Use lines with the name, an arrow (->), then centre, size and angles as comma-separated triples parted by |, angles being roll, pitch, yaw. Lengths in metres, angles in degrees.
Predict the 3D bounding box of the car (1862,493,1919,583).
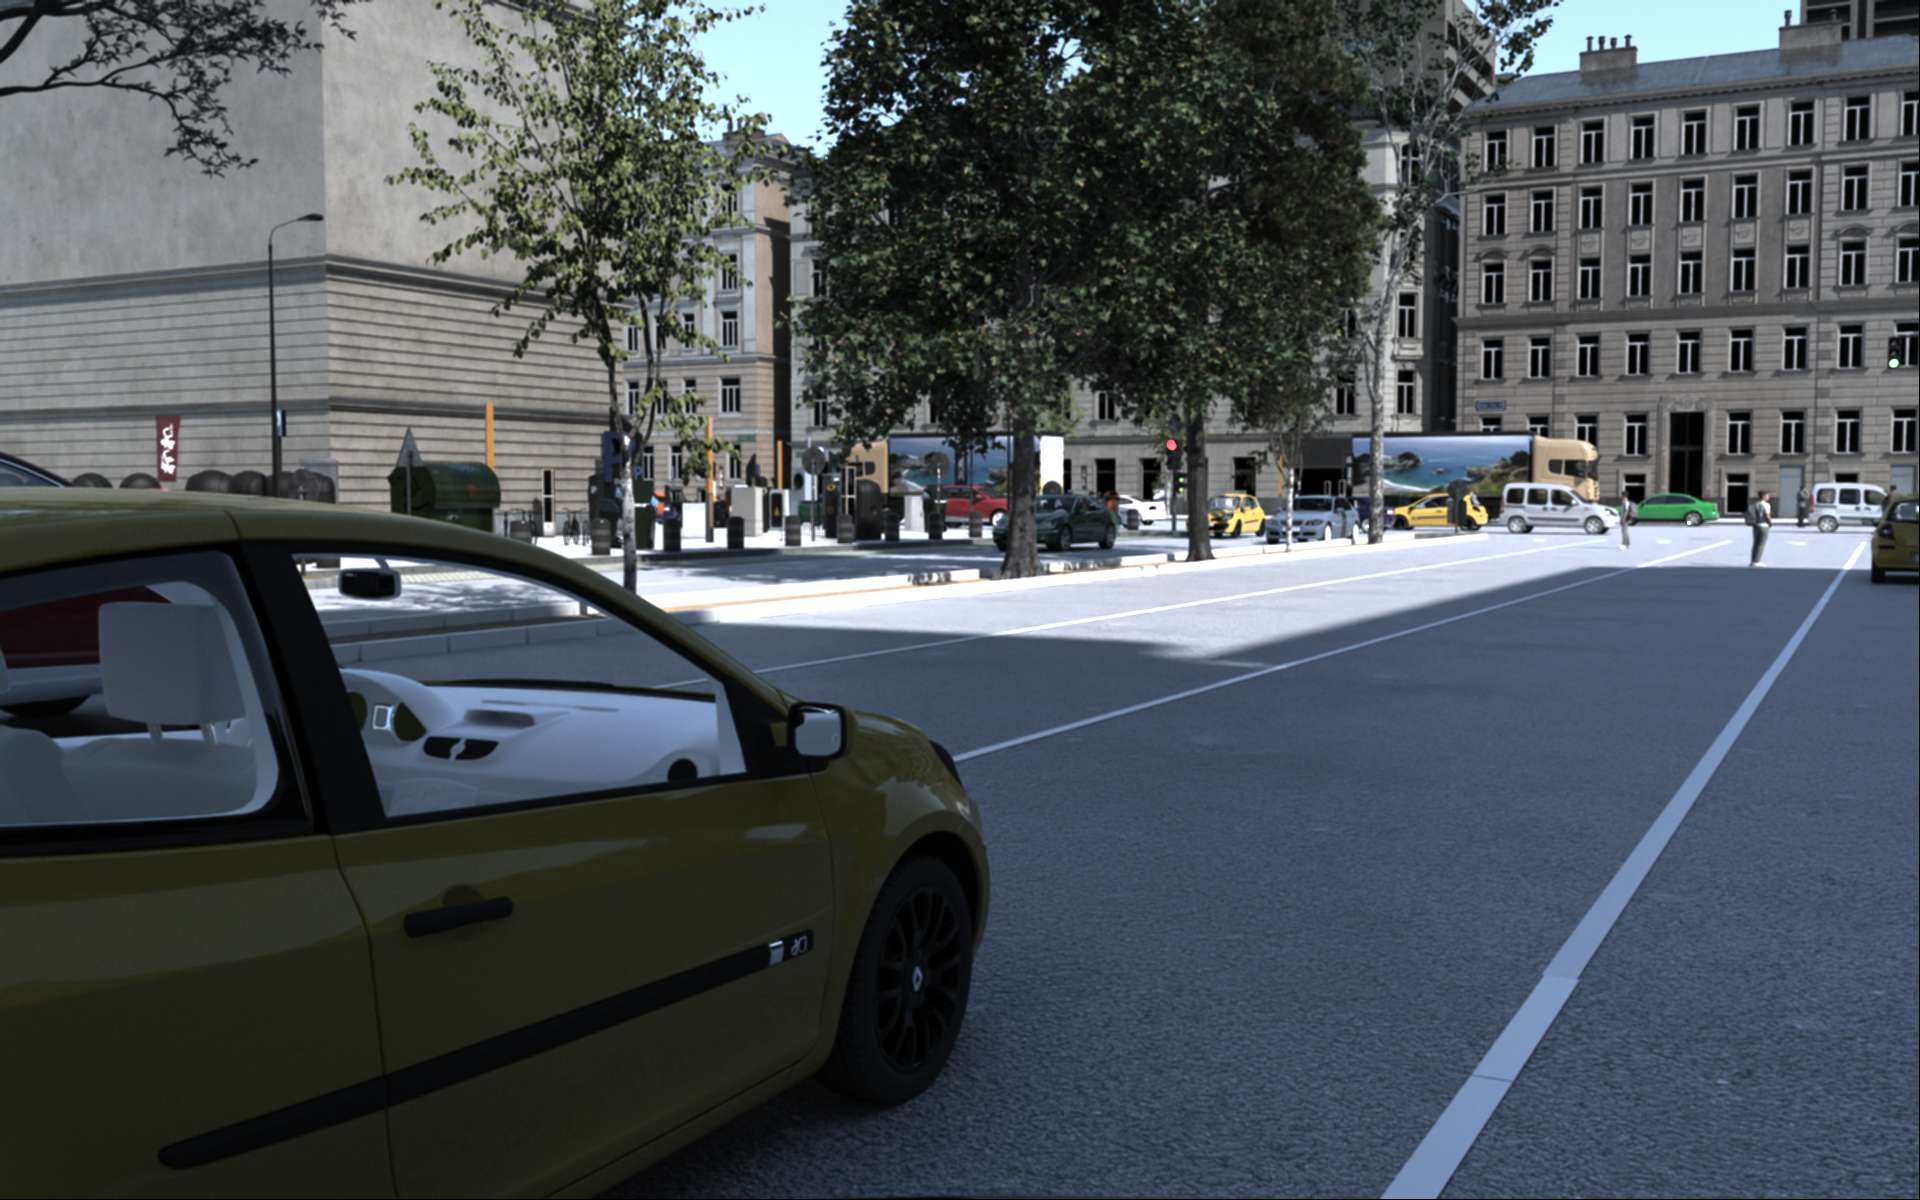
car -> 16.098, -1.133, 28.756 | 2.015, 1.641, 3.980 | 2, 4, 28

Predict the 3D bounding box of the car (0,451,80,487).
car -> -5.939, -0.041, 9.343 | 2.281, 1.827, 5.304 | 2, 4, 27

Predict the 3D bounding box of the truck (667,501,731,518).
truck -> -21.826, -7.109, 105.993 | 18.799, 4.110, 2.967 | 2, 4, 29

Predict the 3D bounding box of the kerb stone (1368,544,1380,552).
kerb stone -> 10.254, -1.296, 43.389 | 0.120, 0.150, 1.000 | 2, 4, 28

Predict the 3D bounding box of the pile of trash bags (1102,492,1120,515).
pile of trash bags -> 4.094, -3.128, 60.901 | 3.447, 1.369, 1.912 | -2, 4, -25

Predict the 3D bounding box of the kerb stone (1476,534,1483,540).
kerb stone -> 16.132, -1.960, 54.240 | 0.120, 0.150, 1.000 | 2, 4, 28

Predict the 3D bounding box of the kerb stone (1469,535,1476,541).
kerb stone -> 15.644, -1.905, 53.335 | 0.120, 0.150, 1.000 | 2, 4, 28

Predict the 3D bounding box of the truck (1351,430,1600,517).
truck -> 23.526, -5.460, 78.177 | 11.283, 4.237, 2.839 | 2, 4, 27

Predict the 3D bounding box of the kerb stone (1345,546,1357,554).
kerb stone -> 9.263, -1.180, 41.573 | 0.120, 0.150, 1.000 | 2, 4, 28

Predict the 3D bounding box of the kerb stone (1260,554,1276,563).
kerb stone -> 6.320, -0.849, 36.131 | 0.120, 0.150, 1.000 | 2, 4, 28

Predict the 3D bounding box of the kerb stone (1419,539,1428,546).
kerb stone -> 12.703, -1.573, 47.912 | 0.120, 0.150, 1.000 | 2, 4, 28

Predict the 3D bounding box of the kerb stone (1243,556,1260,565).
kerb stone -> 5.832, -0.797, 35.228 | 0.120, 0.150, 1.000 | 2, 4, 28

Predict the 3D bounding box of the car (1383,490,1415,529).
car -> 17.951, -3.858, 72.865 | 2.009, 1.686, 4.222 | 2, 4, 29

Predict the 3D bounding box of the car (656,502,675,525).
car -> -14.811, -3.990, 77.817 | 3.894, 1.354, 1.945 | 2, 4, 27

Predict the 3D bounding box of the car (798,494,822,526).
car -> -5.669, -3.961, 76.559 | 4.920, 1.459, 2.131 | 2, 4, 29

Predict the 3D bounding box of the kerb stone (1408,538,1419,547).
kerb stone -> 12.211, -1.517, 47.008 | 0.120, 0.150, 1.000 | 2, 4, 28

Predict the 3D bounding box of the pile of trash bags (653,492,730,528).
pile of trash bags -> -10.318, -3.445, 66.083 | 3.447, 1.369, 1.912 | 1, 4, 21

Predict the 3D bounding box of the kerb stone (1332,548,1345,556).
kerb stone -> 8.779, -1.130, 40.663 | 0.120, 0.150, 1.000 | 2, 4, 28

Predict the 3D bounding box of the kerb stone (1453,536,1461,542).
kerb stone -> 14.671, -1.792, 51.527 | 0.120, 0.150, 1.000 | 2, 4, 28

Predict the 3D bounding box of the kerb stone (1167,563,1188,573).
kerb stone -> 3.871, -0.575, 31.601 | 0.120, 0.150, 1.000 | 2, 4, 28

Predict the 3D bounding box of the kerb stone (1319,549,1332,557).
kerb stone -> 8.283, -1.075, 39.764 | 0.120, 0.150, 1.000 | 2, 4, 28

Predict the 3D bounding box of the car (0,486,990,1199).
car -> -1.366, 0.417, 3.403 | 2.015, 1.641, 3.980 | 2, 4, 27

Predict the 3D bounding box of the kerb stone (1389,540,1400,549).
kerb stone -> 11.241, -1.407, 45.198 | 0.120, 0.150, 1.000 | 2, 4, 28

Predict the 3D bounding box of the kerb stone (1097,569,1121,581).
kerb stone -> 2.389, -0.405, 28.879 | 0.120, 0.150, 1.000 | 2, 4, 28

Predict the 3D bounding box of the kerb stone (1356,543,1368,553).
kerb stone -> 9.761, -1.241, 42.481 | 0.120, 0.150, 1.000 | 2, 4, 28

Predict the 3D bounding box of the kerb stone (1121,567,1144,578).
kerb stone -> 2.876, -0.464, 29.782 | 0.120, 0.150, 1.000 | 2, 4, 28

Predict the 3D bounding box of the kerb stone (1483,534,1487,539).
kerb stone -> 16.627, -2.015, 55.147 | 0.120, 0.150, 1.000 | 2, 4, 28

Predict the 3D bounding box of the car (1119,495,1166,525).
car -> 7.192, -4.172, 80.582 | 4.827, 1.381, 2.083 | 2, 4, 27

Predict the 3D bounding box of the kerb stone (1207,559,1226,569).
kerb stone -> 4.851, -0.687, 33.420 | 0.120, 0.150, 1.000 | 2, 4, 28

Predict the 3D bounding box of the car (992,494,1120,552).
car -> 2.510, -2.002, 44.529 | 2.131, 1.459, 4.920 | 2, 4, 28

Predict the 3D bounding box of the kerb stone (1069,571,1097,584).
kerb stone -> 1.906, -0.353, 27.973 | 0.120, 0.150, 1.000 | 2, 4, 28

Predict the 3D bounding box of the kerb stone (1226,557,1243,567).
kerb stone -> 5.342, -0.740, 34.326 | 0.120, 0.150, 1.000 | 2, 4, 28

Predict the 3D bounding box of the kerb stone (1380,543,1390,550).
kerb stone -> 10.752, -1.352, 44.295 | 0.120, 0.150, 1.000 | 2, 4, 28

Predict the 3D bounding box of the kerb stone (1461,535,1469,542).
kerb stone -> 15.158, -1.849, 52.430 | 0.120, 0.150, 1.000 | 2, 4, 28

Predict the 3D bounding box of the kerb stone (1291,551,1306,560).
kerb stone -> 7.306, -0.959, 37.951 | 0.120, 0.150, 1.000 | 2, 4, 28

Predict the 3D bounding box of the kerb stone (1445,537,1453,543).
kerb stone -> 14.172, -1.739, 50.622 | 0.120, 0.150, 1.000 | 2, 4, 28

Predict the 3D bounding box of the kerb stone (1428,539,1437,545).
kerb stone -> 13.194, -1.628, 48.813 | 0.120, 0.150, 1.000 | 2, 4, 28

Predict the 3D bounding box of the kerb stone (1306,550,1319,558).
kerb stone -> 7.796, -1.019, 38.857 | 0.120, 0.150, 1.000 | 2, 4, 28

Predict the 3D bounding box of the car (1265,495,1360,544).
car -> 10.284, -2.338, 50.223 | 2.014, 1.417, 4.499 | 2, 4, 29

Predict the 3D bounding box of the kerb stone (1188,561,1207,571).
kerb stone -> 4.361, -0.628, 32.517 | 0.120, 0.150, 1.000 | 2, 4, 28

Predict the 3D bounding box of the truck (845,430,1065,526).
truck -> -0.737, -5.573, 80.036 | 11.283, 4.237, 2.839 | 2, 4, 30

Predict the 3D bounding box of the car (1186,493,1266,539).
car -> 8.794, -2.877, 57.260 | 2.015, 1.641, 3.980 | 2, 4, 27

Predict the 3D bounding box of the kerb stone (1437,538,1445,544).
kerb stone -> 13.687, -1.683, 49.714 | 0.120, 0.150, 1.000 | 2, 4, 28

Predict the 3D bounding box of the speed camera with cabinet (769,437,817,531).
speed camera with cabinet -> -5.805, -4.024, 60.134 | 0.660, 3.252, 2.038 | -3, 5, -43

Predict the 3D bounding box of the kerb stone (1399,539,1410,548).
kerb stone -> 11.728, -1.462, 46.101 | 0.120, 0.150, 1.000 | 2, 4, 28

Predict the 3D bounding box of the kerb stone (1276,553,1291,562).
kerb stone -> 6.814, -0.908, 37.049 | 0.120, 0.150, 1.000 | 2, 4, 28

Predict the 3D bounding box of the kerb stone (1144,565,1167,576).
kerb stone -> 3.376, -0.520, 30.697 | 0.120, 0.150, 1.000 | 2, 4, 28
